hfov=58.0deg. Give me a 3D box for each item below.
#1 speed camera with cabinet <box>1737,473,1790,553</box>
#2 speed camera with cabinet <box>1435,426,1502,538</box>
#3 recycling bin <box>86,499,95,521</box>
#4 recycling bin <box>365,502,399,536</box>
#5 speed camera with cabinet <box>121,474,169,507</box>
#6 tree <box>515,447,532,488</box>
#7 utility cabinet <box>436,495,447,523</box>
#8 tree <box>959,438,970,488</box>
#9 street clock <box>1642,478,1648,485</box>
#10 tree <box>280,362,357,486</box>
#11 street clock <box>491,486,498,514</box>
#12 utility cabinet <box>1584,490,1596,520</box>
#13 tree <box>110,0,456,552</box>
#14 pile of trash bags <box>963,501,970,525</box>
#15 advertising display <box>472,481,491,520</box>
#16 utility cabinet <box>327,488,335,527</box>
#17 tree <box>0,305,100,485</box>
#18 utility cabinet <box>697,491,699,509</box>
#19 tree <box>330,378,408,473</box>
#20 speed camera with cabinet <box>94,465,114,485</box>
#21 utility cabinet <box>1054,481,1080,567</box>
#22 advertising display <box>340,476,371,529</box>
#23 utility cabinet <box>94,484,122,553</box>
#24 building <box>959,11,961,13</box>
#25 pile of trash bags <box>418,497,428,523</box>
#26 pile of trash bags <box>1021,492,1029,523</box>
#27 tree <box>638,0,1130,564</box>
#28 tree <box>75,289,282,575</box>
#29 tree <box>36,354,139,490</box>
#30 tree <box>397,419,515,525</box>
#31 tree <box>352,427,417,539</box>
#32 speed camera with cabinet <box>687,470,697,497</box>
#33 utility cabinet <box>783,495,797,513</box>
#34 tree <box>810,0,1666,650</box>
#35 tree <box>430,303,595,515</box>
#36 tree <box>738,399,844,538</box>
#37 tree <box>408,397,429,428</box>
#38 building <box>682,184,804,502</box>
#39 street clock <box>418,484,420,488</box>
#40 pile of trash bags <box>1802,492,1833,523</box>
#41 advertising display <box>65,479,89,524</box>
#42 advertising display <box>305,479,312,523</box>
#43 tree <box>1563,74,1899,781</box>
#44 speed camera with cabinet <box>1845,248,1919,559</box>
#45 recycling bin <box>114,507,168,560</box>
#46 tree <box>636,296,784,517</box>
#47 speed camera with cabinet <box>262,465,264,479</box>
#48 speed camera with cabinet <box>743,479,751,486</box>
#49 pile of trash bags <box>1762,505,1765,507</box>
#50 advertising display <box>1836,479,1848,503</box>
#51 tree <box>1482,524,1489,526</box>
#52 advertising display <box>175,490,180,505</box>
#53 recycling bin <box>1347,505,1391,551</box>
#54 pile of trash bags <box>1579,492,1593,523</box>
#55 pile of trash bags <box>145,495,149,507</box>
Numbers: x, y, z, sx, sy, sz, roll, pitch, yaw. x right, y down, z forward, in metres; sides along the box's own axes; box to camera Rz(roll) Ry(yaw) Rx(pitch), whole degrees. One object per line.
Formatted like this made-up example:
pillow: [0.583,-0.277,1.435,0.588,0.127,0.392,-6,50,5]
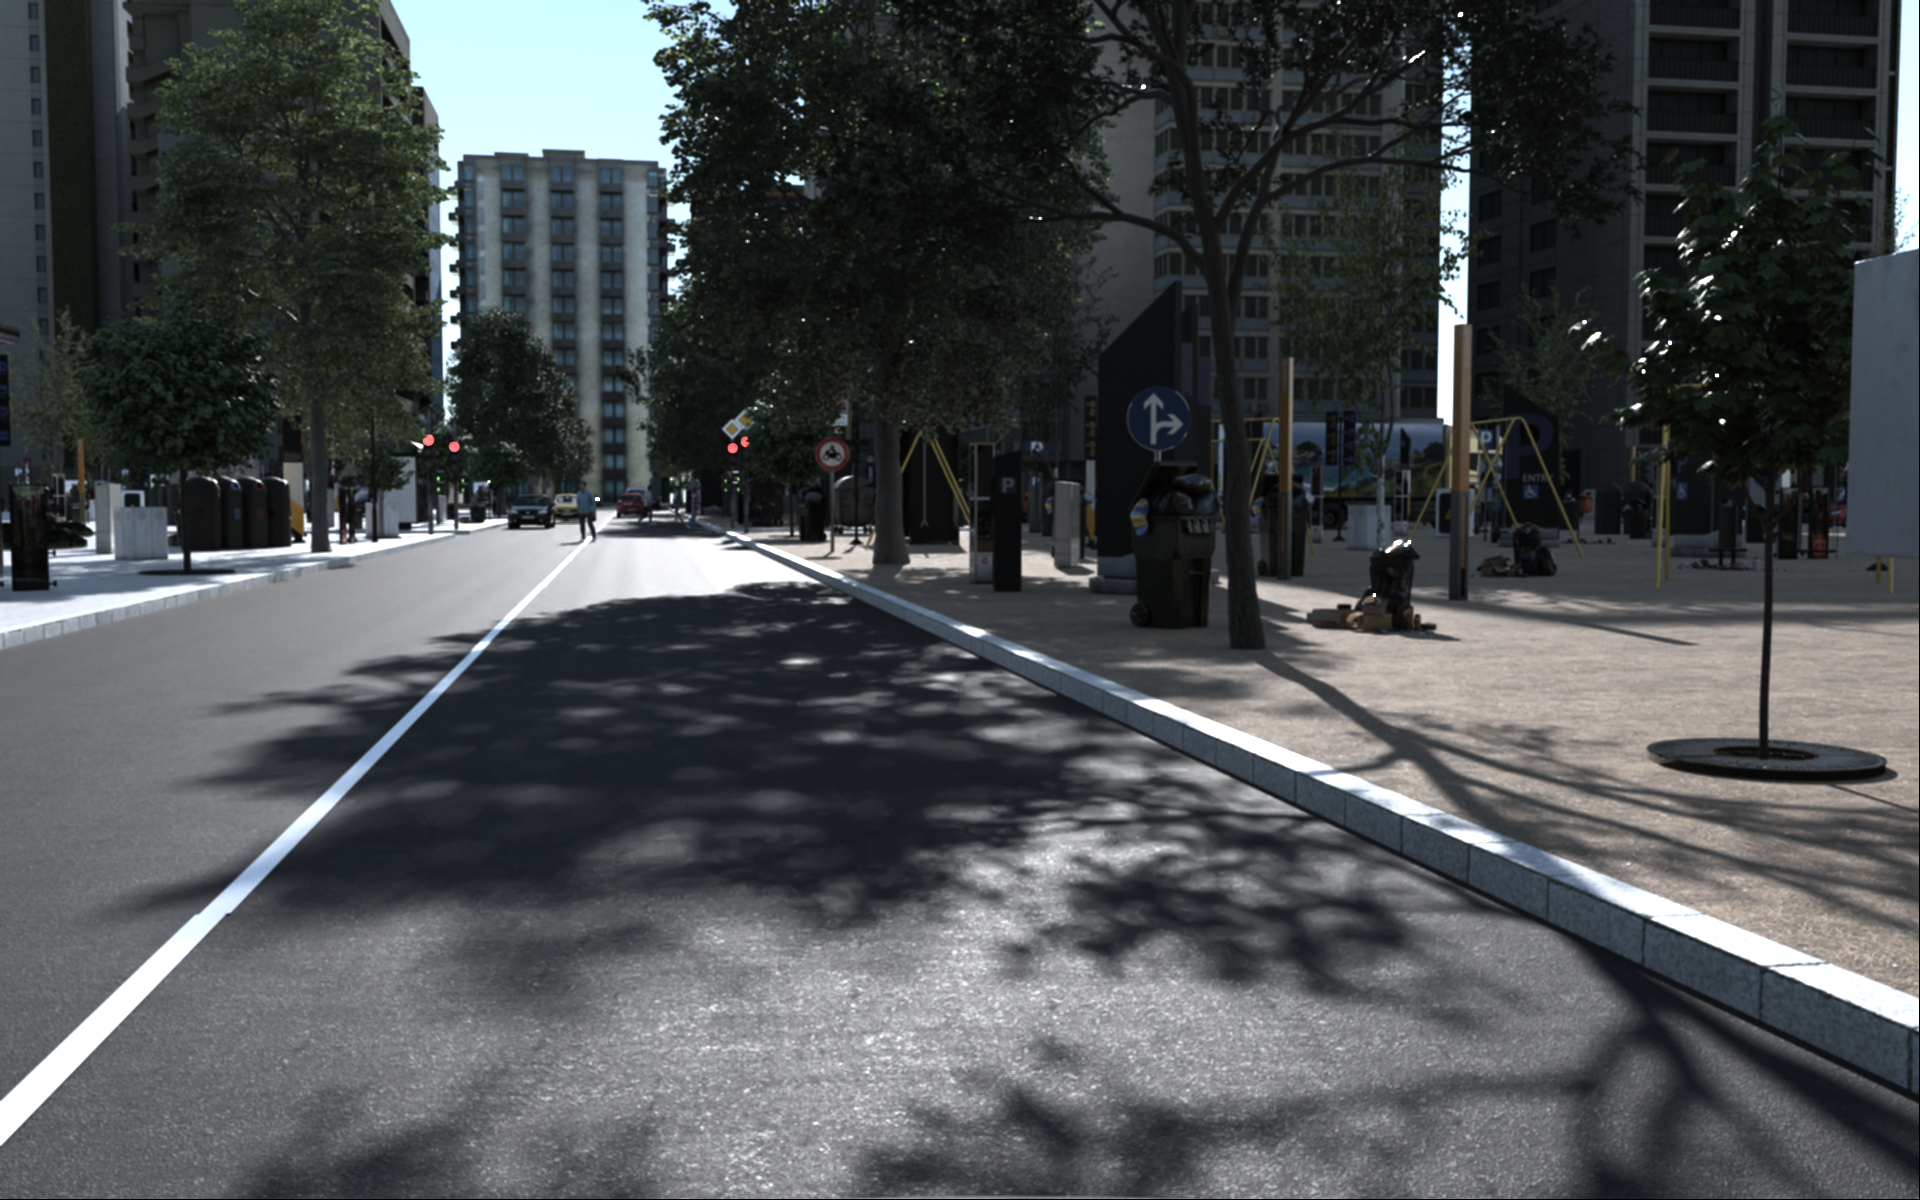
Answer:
speed camera with cabinet: [17.006,-2.665,37.902,2.038,3.252,0.660,3,5,43]
speed camera with cabinet: [14.937,-3.437,50.533,0.660,3.252,2.038,-3,5,-45]
recycling bin: [-41.036,-4.228,81.686,0.722,1.027,0.722,0,4,8]
recycling bin: [-17.577,-2.454,52.670,0.722,1.027,0.722,3,4,38]
speed camera with cabinet: [-36.119,-5.033,76.631,2.038,3.252,0.660,-3,5,-40]
tree: [-24.865,-6.722,93.626,4.285,4.588,4.351,0,3,0]
utility cabinet: [-22.936,-4.004,76.630,0.306,1.237,1.020,0,4,-7]
tree: [-0.895,-6.874,96.099,4.285,4.588,4.351,0,3,0]
street clock: [31.171,-4.545,78.876,0.358,2.002,0.471,2,4,29]
tree: [-36.335,-9.003,97.556,4.737,8.622,4.395,0,3,0]
street clock: [-30.638,-6.693,113.993,0.358,2.002,0.471,2,4,30]
utility cabinet: [31.425,-4.696,85.458,1.173,1.500,0.318,2,4,35]
tree: [-14.385,-7.309,37.624,7.486,12.596,7.792,0,3,0]
pile of trash bags: [-1.339,-3.805,71.957,3.447,1.369,1.912,0,4,-6]
advertising display: [-23.907,-4.978,86.596,0.974,1.923,0.123,1,4,17]
utility cabinet: [-24.316,-3.546,66.650,0.318,1.500,1.173,-2,4,-29]
tree: [-34.937,-7.104,66.513,4.360,8.622,3.978,0,3,0]
utility cabinet: [-20.389,-7.780,135.877,0.318,1.500,1.173,1,4,23]
tree: [-37.337,-9.577,106.939,4.360,8.622,3.978,0,3,0]
speed camera with cabinet: [-64.105,-8.235,128.971,2.038,3.252,0.660,-1,4,-23]
utility cabinet: [1.912,-1.342,30.624,0.318,1.500,1.173,1,4,12]
advertising display: [-22.073,-3.556,63.358,0.974,1.923,0.123,0,4,-3]
utility cabinet: [-18.473,-1.766,37.560,0.318,1.500,1.173,-1,4,-15]
building: [4.055,-57.457,252.094,31.000,86.520,22.319,-1,4,-11]
pile of trash bags: [-24.690,-4.129,77.267,1.912,1.369,3.447,-1,4,-15]
pile of trash bags: [2.685,-4.050,75.963,1.912,1.369,3.447,-1,4,-10]
tree: [-1.268,-7.637,31.524,9.857,13.997,8.962,0,3,0]
tree: [-12.563,-2.713,28.072,4.285,4.588,4.351,0,3,0]
tree: [-46.669,-8.671,92.135,4.737,8.622,4.395,0,3,0]
tree: [-21.527,-5.373,71.564,4.285,4.588,4.351,0,3,0]
tree: [-16.599,-3.374,49.764,1.663,3.219,1.824,0,3,0]
speed camera with cabinet: [-17.697,-7.614,118.820,2.038,3.252,0.660,-1,4,-10]
utility cabinet: [-11.679,-6.576,118.676,1.020,1.237,0.306,-2,4,-24]
tree: [2.197,-4.891,14.382,8.767,10.594,7.601,-3,4,-38]
tree: [-27.540,-11.439,104.043,9.611,12.733,9.660,0,3,0]
tree: [-4.985,-4.162,51.767,4.285,4.588,4.351,0,3,0]
tree: [-41.507,-11.003,130.264,4.360,8.622,3.978,0,3,0]
building: [-25.545,-36.253,247.363,28.867,44.769,22.147,-1,4,-11]
street clock: [-27.288,-5.024,86.716,0.471,2.002,0.358,2,4,33]
pile of trash bags: [37.818,-4.067,76.246,1.912,1.369,3.447,0,4,-4]
advertising display: [-38.105,-4.250,74.705,0.974,1.923,0.123,-1,4,-15]
advertising display: [-28.871,-4.376,76.766,0.123,1.923,0.974,-2,4,-32]
tree: [3.688,-0.828,8.147,1.663,3.219,1.824,0,3,0]
speed camera with cabinet: [4.369,-0.733,6.321,2.038,3.252,0.660,0,4,-5]
recycling bin: [-16.099,-1.314,34.043,0.722,1.027,0.722,2,4,33]
tree: [-13.155,-10.977,96.484,9.611,12.733,9.660,0,3,0]
speed camera with cabinet: [-47.668,-7.529,117.434,0.660,3.252,2.038,-3,5,-40]
speed camera with cabinet: [-12.582,-6.981,108.475,2.038,3.252,0.660,1,4,10]
pile of trash bags: [34.566,-4.093,76.678,1.912,1.369,3.447,3,5,40]
advertising display: [37.076,-4.135,72.821,0.123,1.923,0.974,0,4,6]
tree: [21.176,-4.657,70.737,1.663,3.219,1.824,0,3,0]
advertising display: [-24.196,-2.989,54.078,0.123,1.923,0.974,0,4,3]
recycling bin: [9.368,-1.658,39.663,0.722,1.027,0.722,-1,4,-23]
pile of trash bags: [26.560,-4.075,76.373,3.447,1.369,1.912,-2,4,-27]
pile of trash bags: [-54.110,-6.422,114.758,3.447,1.369,1.912,0,4,-5]
